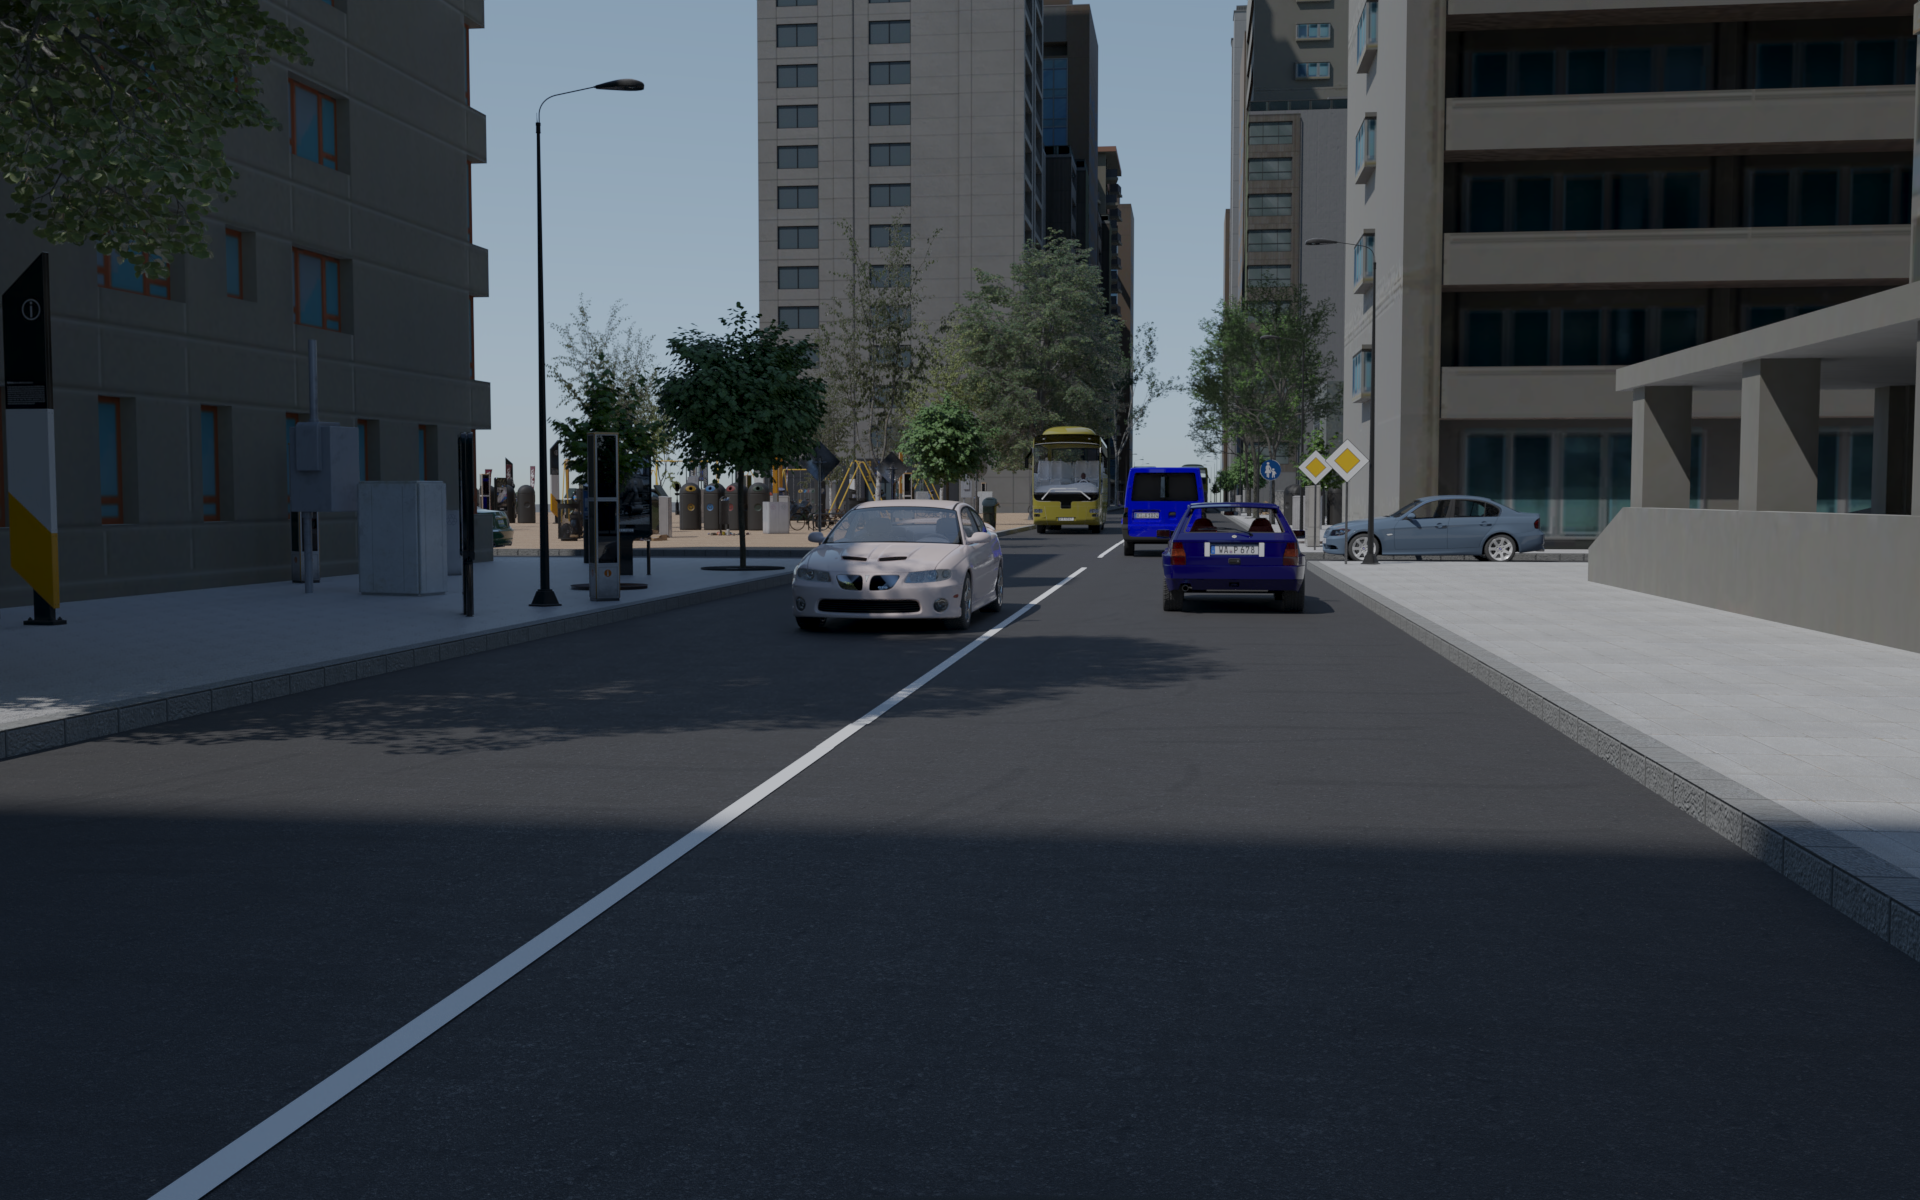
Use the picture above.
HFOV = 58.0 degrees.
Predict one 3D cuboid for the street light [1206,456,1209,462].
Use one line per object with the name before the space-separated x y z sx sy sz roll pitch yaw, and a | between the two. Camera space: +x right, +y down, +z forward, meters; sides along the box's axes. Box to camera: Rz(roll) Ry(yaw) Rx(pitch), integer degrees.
street light | 30.621 -14.540 210.275 1.470 5.913 1.316 0 4 8

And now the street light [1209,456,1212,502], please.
street light | 23.581 -11.283 157.017 1.470 5.913 1.316 0 4 8

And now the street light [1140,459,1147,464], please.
street light | 23.698 -15.750 230.057 1.470 5.913 1.316 0 4 8

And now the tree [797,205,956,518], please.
tree | -2.126 -5.780 44.857 4.360 8.622 3.978 0 3 0

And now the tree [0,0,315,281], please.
tree | -6.381 -5.654 10.567 7.486 12.596 7.792 0 3 0

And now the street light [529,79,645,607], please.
street light | -4.219 -2.878 19.597 1.470 5.913 1.316 0 4 8

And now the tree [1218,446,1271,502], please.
tree | 20.001 -8.252 118.639 4.285 4.588 4.351 0 3 0

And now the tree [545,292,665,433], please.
tree | -13.292 -6.967 64.267 4.360 8.622 3.978 0 3 0

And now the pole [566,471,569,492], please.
pole | -22.570 -6.469 99.604 0.158 3.312 0.155 0 3 0

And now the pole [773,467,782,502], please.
pole | -6.131 -3.902 57.634 0.158 3.312 0.155 0 3 0

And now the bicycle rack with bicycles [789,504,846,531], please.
bicycle rack with bicycles | -4.520 -2.897 60.744 2.925 0.926 2.852 -1 4 -9

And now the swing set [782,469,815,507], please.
swing set | -9.576 -6.793 108.681 3.119 2.851 2.862 1 4 12

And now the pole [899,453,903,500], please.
pole | -2.864 -5.511 83.954 0.158 3.312 0.155 0 3 0

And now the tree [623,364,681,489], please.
tree | -16.920 -8.977 97.136 4.737 8.622 4.395 0 3 0

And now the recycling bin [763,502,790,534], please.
recycling bin | -5.945 -2.657 55.996 0.722 1.027 0.722 -1 4 -20

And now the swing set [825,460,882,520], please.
swing set | -4.777 -5.151 81.846 2.862 2.851 3.119 0 4 4

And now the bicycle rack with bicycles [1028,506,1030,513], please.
bicycle rack with bicycles | 5.935 -5.666 106.029 2.925 0.926 2.852 2 4 27

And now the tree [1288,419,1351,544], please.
tree | 9.283 -3.070 44.795 1.663 3.219 1.824 0 3 0

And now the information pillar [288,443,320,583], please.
information pillar | -9.454 -1.253 24.976 0.304 2.012 0.304 3 5 44

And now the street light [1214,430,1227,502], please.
street light | 19.478 -9.394 126.129 1.470 5.913 1.316 0 4 8

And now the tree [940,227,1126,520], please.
tree | 3.684 -10.891 84.720 9.857 13.997 8.962 0 3 0

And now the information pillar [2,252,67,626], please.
information pillar | -9.059 -1.563 16.903 0.504 3.616 0.183 1 4 12

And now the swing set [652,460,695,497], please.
swing set | -12.611 -5.091 80.863 3.119 2.851 2.862 -1 4 -12

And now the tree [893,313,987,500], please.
tree | -0.809 -7.373 70.909 4.737 8.622 4.395 0 3 0

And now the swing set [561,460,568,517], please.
swing set | -16.692 -5.041 80.042 3.119 2.851 2.862 0 4 -6

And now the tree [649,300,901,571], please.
tree | -3.703 -2.804 29.557 4.285 4.588 4.351 0 3 0

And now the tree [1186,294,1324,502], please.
tree | 15.404 -10.087 90.672 9.928 11.665 9.643 0 3 0

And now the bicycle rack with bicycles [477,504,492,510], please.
bicycle rack with bicycles | -20.898 -3.693 73.768 2.852 0.926 2.925 0 4 -5

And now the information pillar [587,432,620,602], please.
information pillar | -4.273 -0.996 20.772 0.304 2.012 0.304 -2 4 -28

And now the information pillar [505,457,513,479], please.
information pillar | -28.564 -7.242 109.757 0.504 3.616 0.183 0 4 0

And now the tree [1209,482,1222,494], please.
tree | 35.662 -15.182 242.828 1.663 3.219 1.824 0 3 0

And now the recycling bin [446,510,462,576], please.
recycling bin | -8.335 -0.910 27.427 0.722 1.027 0.722 -2 4 -32

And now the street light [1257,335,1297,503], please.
street light | 9.481 -4.783 50.737 1.470 5.913 1.316 0 4 8

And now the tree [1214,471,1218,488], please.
tree | 30.575 -13.076 197.499 4.285 4.588 4.351 0 3 0

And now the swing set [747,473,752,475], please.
swing set | -12.344 -6.364 101.677 2.862 2.851 3.119 0 4 -2

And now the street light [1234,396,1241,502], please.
street light | 13.610 -6.701 82.104 1.470 5.913 1.316 0 4 8

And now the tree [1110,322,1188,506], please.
tree | 18.485 -20.413 189.649 12.611 20.169 13.585 0 3 0

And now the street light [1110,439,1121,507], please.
street light | 12.708 -10.683 147.202 1.470 5.913 1.316 0 4 8

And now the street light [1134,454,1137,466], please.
street light | 19.641 -13.845 198.903 1.470 5.913 1.316 0 4 8

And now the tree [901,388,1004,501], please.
tree | -0.455 -4.275 53.609 4.285 4.588 4.351 0 3 0

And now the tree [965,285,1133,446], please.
tree | 4.844 -11.448 97.545 12.009 13.543 11.850 0 3 0

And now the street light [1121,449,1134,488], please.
street light | 16.920 -12.586 178.320 1.470 5.913 1.316 0 4 8

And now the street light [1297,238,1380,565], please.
street light | 6.961 -3.608 31.536 1.470 5.913 1.316 0 4 8

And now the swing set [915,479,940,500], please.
swing set | -2.477 -7.036 112.663 2.862 2.851 3.119 -1 4 -9

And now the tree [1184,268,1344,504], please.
tree | 12.882 -8.438 72.374 8.767 10.594 7.601 3 5 45

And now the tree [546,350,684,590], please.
tree | -4.878 -1.768 23.501 1.663 3.219 1.824 0 3 0
